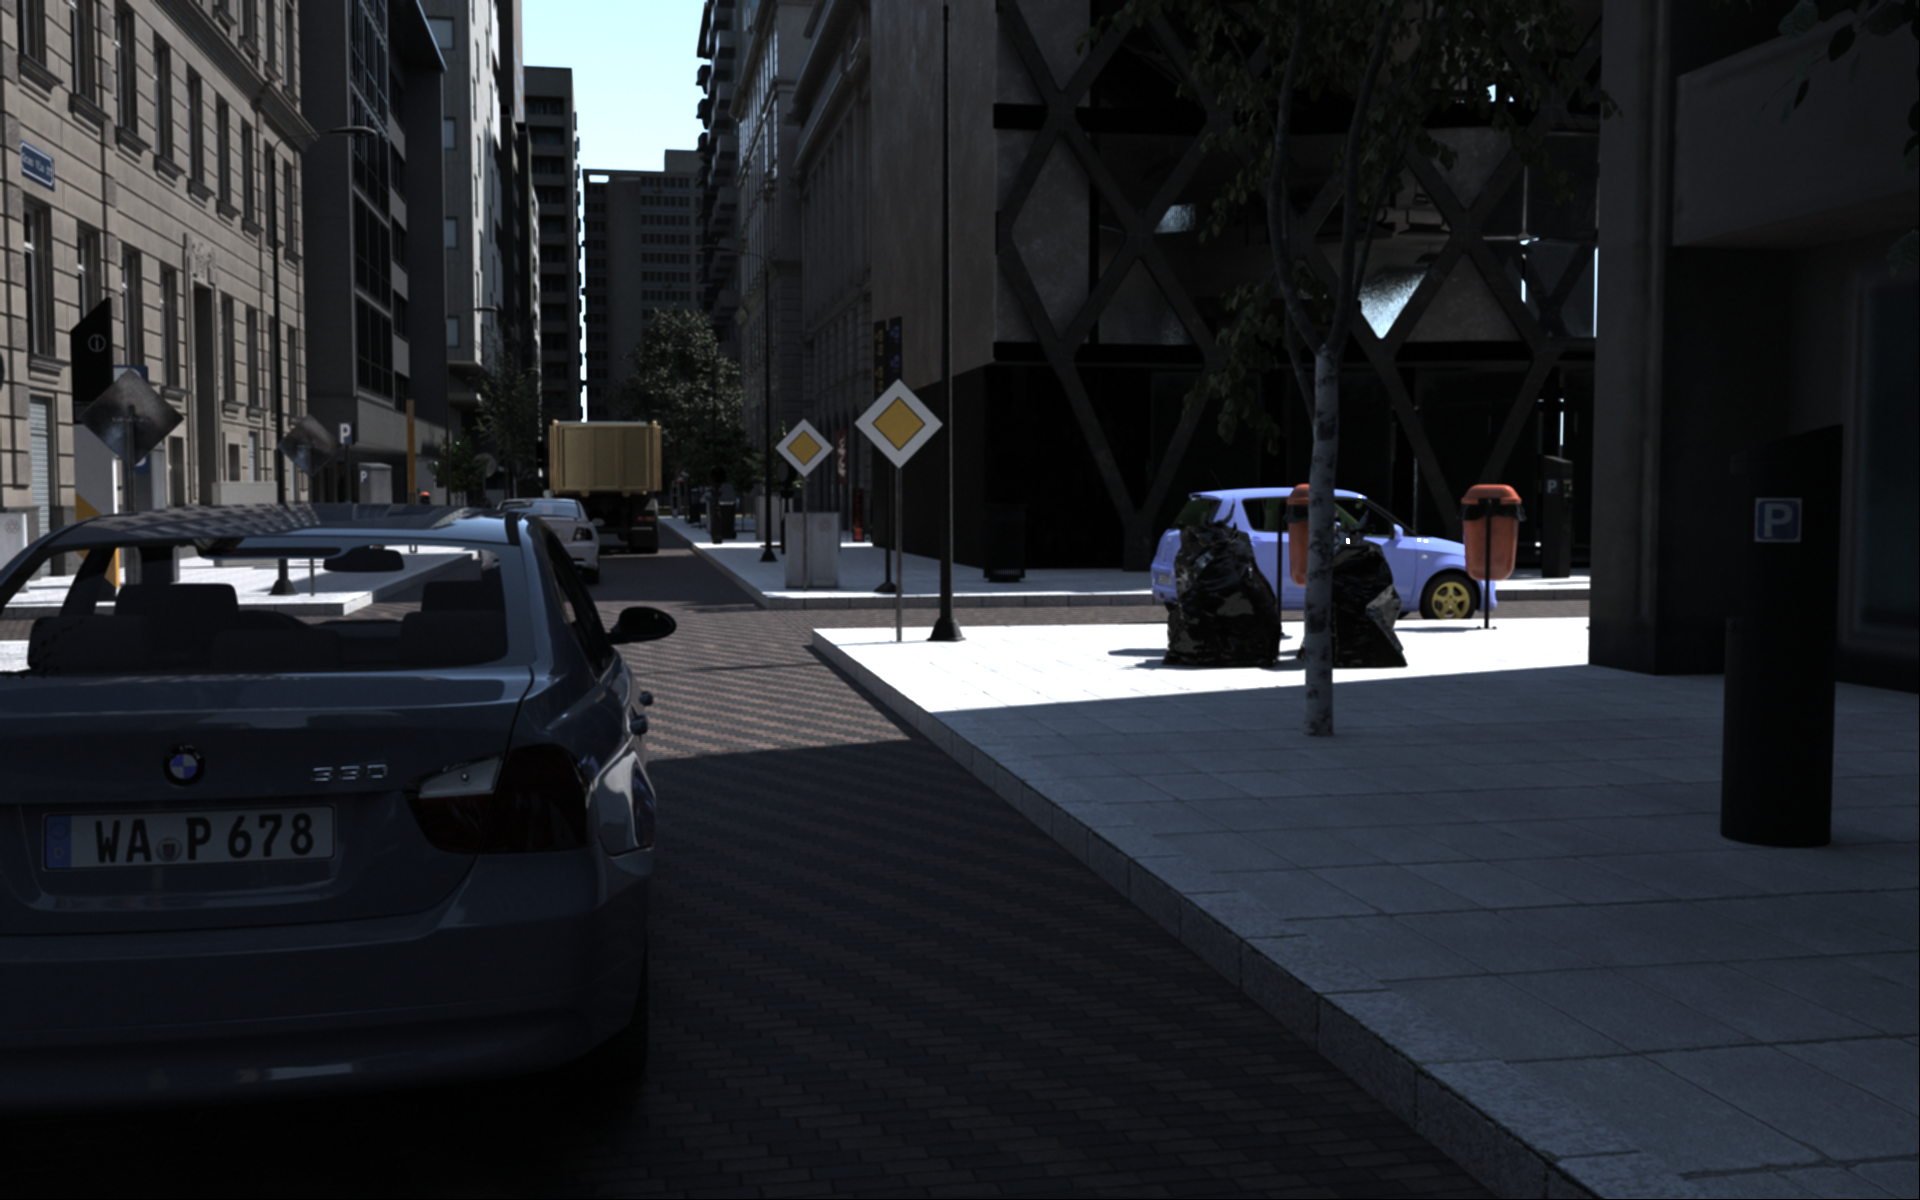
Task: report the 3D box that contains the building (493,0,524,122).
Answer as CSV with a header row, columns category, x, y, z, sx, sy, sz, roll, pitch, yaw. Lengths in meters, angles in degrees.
category,x,y,z,sx,sy,sz,roll,pitch,yaw
building,-42.835,-30.030,141.105,14.600,45.320,14.200,-1,4,-11

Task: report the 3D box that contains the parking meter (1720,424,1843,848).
category,x,y,z,sx,sy,sz,roll,pitch,yaw
parking meter,3.039,0.122,6.414,0.372,1.533,0.369,0,3,0

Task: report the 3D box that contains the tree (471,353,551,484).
category,x,y,z,sx,sy,sz,roll,pitch,yaw
tree,-22.859,-8.508,89.462,4.737,8.622,4.395,0,3,0

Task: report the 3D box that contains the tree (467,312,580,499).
category,x,y,z,sx,sy,sz,roll,pitch,yaw
tree,-18.011,-7.367,70.807,4.360,8.622,3.978,0,3,0

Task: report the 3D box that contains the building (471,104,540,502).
category,x,y,z,sx,sy,sz,roll,pitch,yaw
building,-38.976,-21.771,127.661,14.160,30.474,14.107,-1,4,-11

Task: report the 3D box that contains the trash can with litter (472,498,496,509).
category,x,y,z,sx,sy,sz,roll,pitch,yaw
trash can with litter,-14.696,-2.542,52.948,0.624,1.170,1.055,1,4,15

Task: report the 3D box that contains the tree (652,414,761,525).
category,x,y,z,sx,sy,sz,roll,pitch,yaw
tree,-9.818,-5.351,71.199,4.285,4.588,4.351,0,3,0

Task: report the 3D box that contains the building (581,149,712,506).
category,x,y,z,sx,sy,sz,roll,pitch,yaw
building,-30.920,-30.959,198.056,23.993,40.220,32.217,-1,4,-11

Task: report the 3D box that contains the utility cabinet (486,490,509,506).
category,x,y,z,sx,sy,sz,roll,pitch,yaw
utility cabinet,-22.785,-4.673,85.077,1.173,1.500,0.318,-3,4,-36

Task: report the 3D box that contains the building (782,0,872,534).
category,x,y,z,sx,sy,sz,roll,pitch,yaw
building,1.347,-13.489,62.346,13.314,21.916,24.055,-1,4,-11

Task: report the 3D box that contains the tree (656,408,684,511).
category,x,y,z,sx,sy,sz,roll,pitch,yaw
tree,-21.495,-10.887,128.366,4.360,8.622,3.978,0,3,0

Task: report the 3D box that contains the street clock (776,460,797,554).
category,x,y,z,sx,sy,sz,roll,pitch,yaw
street clock,-3.685,-1.974,36.851,0.358,2.002,0.471,-3,5,-39

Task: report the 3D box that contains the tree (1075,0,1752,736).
category,x,y,z,sx,sy,sz,roll,pitch,yaw
tree,2.107,-3.594,9.122,4.737,8.622,4.395,0,3,0

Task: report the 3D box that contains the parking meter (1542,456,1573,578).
category,x,y,z,sx,sy,sz,roll,pitch,yaw
parking meter,9.143,-1.271,26.500,0.255,1.863,0.399,-2,4,-32

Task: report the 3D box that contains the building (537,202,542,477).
category,x,y,z,sx,sy,sz,roll,pitch,yaw
building,-45.594,-23.639,158.198,14.107,30.474,14.160,-1,4,-11

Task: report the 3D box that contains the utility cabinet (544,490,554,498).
category,x,y,z,sx,sy,sz,roll,pitch,yaw
utility cabinet,-22.241,-5.201,93.710,0.318,1.500,1.173,-2,4,-32

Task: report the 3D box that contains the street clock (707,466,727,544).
category,x,y,z,sx,sy,sz,roll,pitch,yaw
street clock,-6.220,-2.432,44.340,0.471,2.002,0.358,-2,4,-31

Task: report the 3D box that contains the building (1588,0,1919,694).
category,x,y,z,sx,sy,sz,roll,pitch,yaw
building,17.188,-23.218,3.312,21.300,48.544,21.600,-1,4,-11

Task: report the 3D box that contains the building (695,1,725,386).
category,x,y,z,sx,sy,sz,roll,pitch,yaw
building,-12.368,-30.706,156.667,22.147,44.769,28.867,-1,4,-11

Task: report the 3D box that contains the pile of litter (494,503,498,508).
category,x,y,z,sx,sy,sz,roll,pitch,yaw
pile of litter,-22.318,-4.260,83.614,1.719,0.858,1.176,-2,4,-33

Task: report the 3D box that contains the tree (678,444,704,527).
category,x,y,z,sx,sy,sz,roll,pitch,yaw
tree,-10.053,-4.422,66.903,1.663,3.219,1.824,0,3,0

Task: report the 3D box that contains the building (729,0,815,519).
category,x,y,z,sx,sy,sz,roll,pitch,yaw
building,-4.424,-17.663,86.055,12.463,27.353,25.104,-1,4,-11

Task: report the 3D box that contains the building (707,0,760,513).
category,x,y,z,sx,sy,sz,roll,pitch,yaw
building,-6.917,-31.049,127.255,23.786,49.044,30.456,-1,4,-11

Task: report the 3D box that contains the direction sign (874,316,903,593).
category,x,y,z,sx,sy,sz,roll,pitch,yaw
direction sign,-0.938,-1.868,22.546,0.379,3.537,0.876,-2,4,-25

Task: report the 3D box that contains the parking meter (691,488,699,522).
category,x,y,z,sx,sy,sz,roll,pitch,yaw
parking meter,-12.009,-4.289,78.539,0.372,1.533,0.369,0,3,0

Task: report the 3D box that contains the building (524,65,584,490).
category,x,y,z,sx,sy,sz,roll,pitch,yaw
building,-52.157,-34.487,187.569,21.600,48.544,21.300,-1,4,-11

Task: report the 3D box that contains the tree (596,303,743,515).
category,x,y,z,sx,sy,sz,roll,pitch,yaw
tree,-16.974,-11.433,103.945,9.611,12.733,9.660,0,3,0

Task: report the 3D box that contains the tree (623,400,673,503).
category,x,y,z,sx,sy,sz,roll,pitch,yaw
tree,-27.610,-13.521,155.483,7.601,10.594,8.767,-1,4,-19

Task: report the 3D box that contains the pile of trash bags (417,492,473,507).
category,x,y,z,sx,sy,sz,roll,pitch,yaw
pile of trash bags,-26.093,-4.755,87.492,1.912,1.369,3.447,1,4,23

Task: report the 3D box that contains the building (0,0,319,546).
category,x,y,z,sx,sy,sz,roll,pitch,yaw
building,-21.297,-14.509,34.486,12.463,27.353,25.104,-1,4,-11

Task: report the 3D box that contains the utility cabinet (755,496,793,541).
category,x,y,z,sx,sy,sz,roll,pitch,yaw
utility cabinet,-5.149,-2.253,47.992,1.020,1.237,0.306,-2,4,-26

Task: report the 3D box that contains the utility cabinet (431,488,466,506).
category,x,y,z,sx,sy,sz,roll,pitch,yaw
utility cabinet,-18.329,-3.268,62.103,1.173,1.500,0.318,-2,4,-35

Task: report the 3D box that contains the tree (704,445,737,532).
category,x,y,z,sx,sy,sz,roll,pitch,yaw
tree,-7.446,-3.923,58.739,1.663,3.219,1.824,0,3,0

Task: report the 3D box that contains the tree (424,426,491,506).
category,x,y,z,sx,sy,sz,roll,pitch,yaw
tree,-14.109,-3.353,49.420,1.663,3.219,1.824,0,3,0

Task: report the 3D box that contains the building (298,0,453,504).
category,x,y,z,sx,sy,sz,roll,pitch,yaw
building,-27.145,-14.865,62.116,14.314,24.678,30.058,-1,4,-11

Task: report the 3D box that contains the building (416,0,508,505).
category,x,y,z,sx,sy,sz,roll,pitch,yaw
building,-42.493,-31.552,105.113,28.713,52.752,27.495,-1,4,-11

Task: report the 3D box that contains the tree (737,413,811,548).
category,x,y,z,sx,sy,sz,roll,pitch,yaw
tree,-4.263,-2.876,41.623,1.663,3.219,1.824,0,3,0

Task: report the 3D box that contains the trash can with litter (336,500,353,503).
category,x,y,z,sx,sy,sz,roll,pitch,yaw
trash can with litter,-11.427,-1.322,33.010,0.624,1.170,1.055,2,4,34

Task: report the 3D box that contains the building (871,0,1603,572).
category,x,y,z,sx,sy,sz,roll,pitch,yaw
building,7.634,-10.278,35.492,16.811,18.784,16.820,-1,4,-11

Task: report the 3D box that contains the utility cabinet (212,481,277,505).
category,x,y,z,sx,sy,sz,roll,pitch,yaw
utility cabinet,-12.615,-1.347,30.704,0.318,1.500,1.173,3,5,39

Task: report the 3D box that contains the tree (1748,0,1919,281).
category,x,y,z,sx,sy,sz,roll,pitch,yaw
tree,3.193,-1.200,3.329,4.285,4.588,4.351,0,3,0
